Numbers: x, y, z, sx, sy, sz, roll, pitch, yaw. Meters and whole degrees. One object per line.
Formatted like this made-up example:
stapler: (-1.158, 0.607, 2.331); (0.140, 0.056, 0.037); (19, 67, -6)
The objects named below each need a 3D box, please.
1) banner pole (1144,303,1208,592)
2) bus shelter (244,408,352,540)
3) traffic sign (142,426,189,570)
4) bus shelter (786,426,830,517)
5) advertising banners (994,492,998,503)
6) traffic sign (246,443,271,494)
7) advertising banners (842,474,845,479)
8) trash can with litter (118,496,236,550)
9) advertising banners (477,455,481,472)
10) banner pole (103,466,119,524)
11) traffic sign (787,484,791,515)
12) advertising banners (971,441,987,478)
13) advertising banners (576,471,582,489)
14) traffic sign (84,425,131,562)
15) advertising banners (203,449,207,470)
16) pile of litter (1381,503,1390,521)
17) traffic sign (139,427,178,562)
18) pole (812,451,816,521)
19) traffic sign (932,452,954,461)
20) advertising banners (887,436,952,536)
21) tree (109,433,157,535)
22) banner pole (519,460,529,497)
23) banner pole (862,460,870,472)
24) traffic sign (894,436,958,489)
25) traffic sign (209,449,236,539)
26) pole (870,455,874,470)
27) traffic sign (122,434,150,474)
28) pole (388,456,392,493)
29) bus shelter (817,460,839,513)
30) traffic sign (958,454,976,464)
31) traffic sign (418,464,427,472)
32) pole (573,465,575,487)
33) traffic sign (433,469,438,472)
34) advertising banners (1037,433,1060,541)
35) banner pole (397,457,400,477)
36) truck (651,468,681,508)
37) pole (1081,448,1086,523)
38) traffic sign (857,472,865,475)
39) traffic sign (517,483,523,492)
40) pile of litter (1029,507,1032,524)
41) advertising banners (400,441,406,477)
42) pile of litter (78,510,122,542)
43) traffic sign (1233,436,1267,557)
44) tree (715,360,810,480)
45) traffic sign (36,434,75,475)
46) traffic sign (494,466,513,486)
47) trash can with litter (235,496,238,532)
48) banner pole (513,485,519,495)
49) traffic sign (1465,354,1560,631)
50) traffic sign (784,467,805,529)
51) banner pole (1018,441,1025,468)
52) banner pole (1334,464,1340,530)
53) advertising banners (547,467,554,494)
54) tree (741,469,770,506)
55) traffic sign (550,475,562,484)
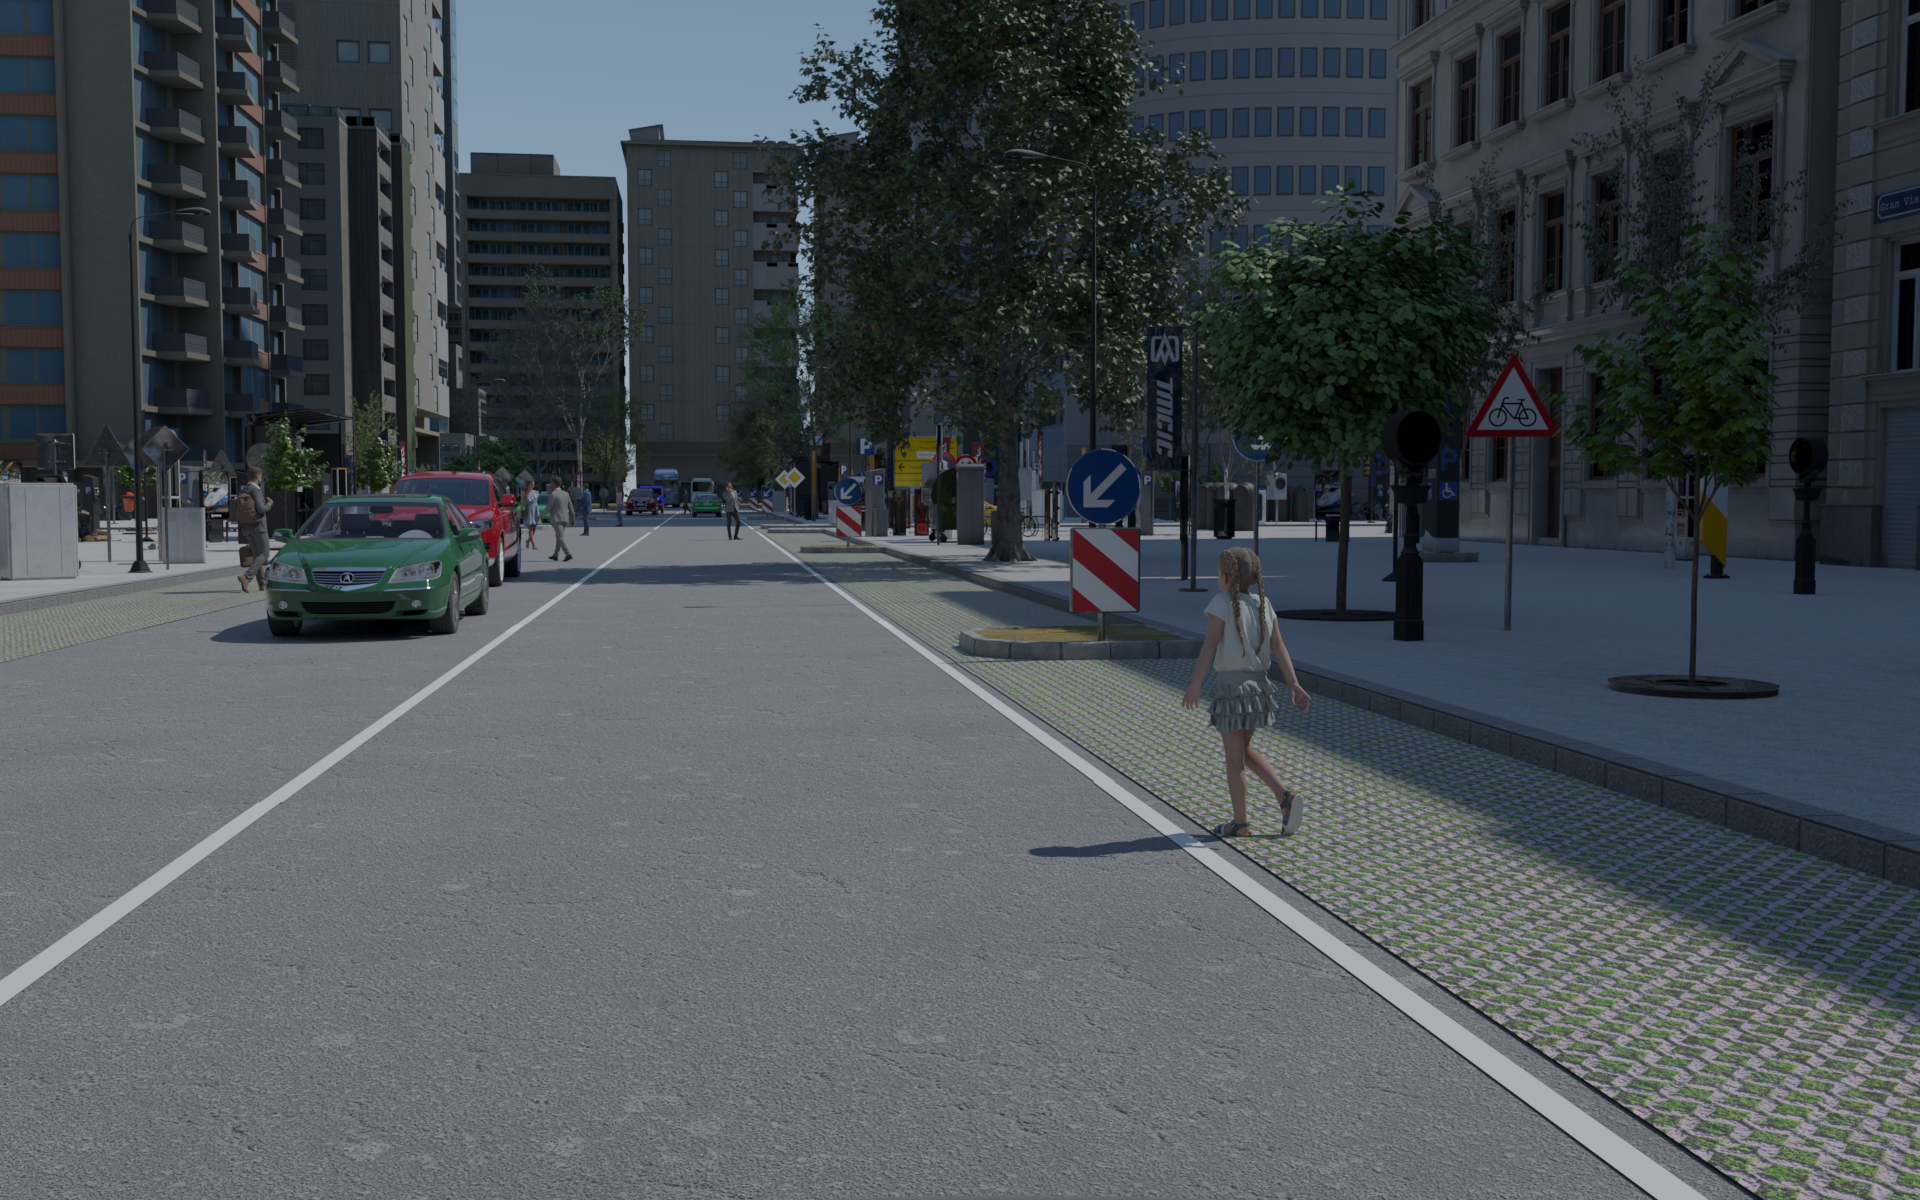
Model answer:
banner pole: (2.849, -2.004, 22.779); (0.863, 3.779, 0.401); (0, 4, 5)
bus shelter: (-19.082, -3.609, 50.284); (1.731, 3.624, 6.357); (-1, 4, -8)
traffic sign: (-13.399, -1.715, 29.224); (0.795, 2.450, 0.064); (0, 4, 1)
bus shelter: (-8.802, -7.449, 99.428); (2.179, 5.291, 8.768); (-1, 4, -8)
advertising banners: (1.541, -5.507, 86.223); (0.090, 3.025, 2.074); (2, 4, 26)
traffic sign: (-17.389, -2.634, 43.172); (0.768, 2.556, 0.104); (0, 4, -7)
advertising banners: (-7.524, -6.828, 107.827); (0.090, 3.025, 2.074); (1, 4, 22)
trash can with litter: (-18.482, -1.801, 40.508); (1.678, 1.210, 2.233); (1, 4, 16)
advertising banners: (-21.112, -4.928, 76.768); (0.090, 3.025, 2.074); (-2, 4, -29)
banner pole: (-36.374, -5.140, 74.052); (0.863, 3.779, 0.401); (2, 4, 26)
traffic sign: (-10.258, -6.272, 104.672); (0.606, 2.300, 0.079); (0, 4, -7)
advertising banners: (-0.063, -3.775, 57.912); (2.074, 3.025, 0.090); (2, 4, 29)
advertising banners: (-30.111, -8.433, 134.067); (2.074, 3.025, 0.090); (2, 4, 23)
traffic sign: (-15.957, -1.983, 32.428); (0.884, 2.594, 0.081); (0, 4, 0)
advertising banners: (-30.125, -4.439, 68.773); (0.090, 3.025, 2.074); (-2, 4, -35)
pile of litter: (20.412, -4.134, 81.554); (1.176, 0.858, 1.719); (1, 4, 15)
traffic sign: (-15.162, -2.001, 32.818); (0.768, 2.556, 0.104); (0, 4, -6)
pole: (-6.874, -5.353, 81.368); (0.158, 3.312, 0.155); (0, 3, 0)
traffic sign: (-0.489, -3.170, 51.929); (0.768, 2.556, 0.104); (0, 4, -6)
advertising banners: (-1.203, -3.479, 53.071); (2.074, 3.025, 0.090); (2, 4, 23)
tree: (-26.057, -3.707, 55.209); (1.663, 3.219, 1.824); (0, 3, 0)
banner pole: (-32.544, -8.498, 128.953); (0.863, 3.779, 0.401); (-3, 5, -43)
banner pole: (-6.833, -8.285, 125.484); (0.863, 3.779, 0.401); (0, 4, 6)
traffic sign: (-1.190, -4.087, 60.702); (2.265, 3.308, 0.079); (0, 4, -2)
traffic sign: (-21.274, -3.052, 49.898); (0.884, 2.594, 0.081); (0, 4, 0)
pole: (-3.157, -4.184, 62.260); (0.158, 3.312, 0.155); (0, 3, 0)
traffic sign: (-15.635, -1.948, 33.029); (0.795, 2.450, 0.064); (0, 4, -7)
pole: (-29.444, -5.853, 89.543); (0.158, 3.312, 0.155); (0, 3, 0)
bus shelter: (-9.344, -7.819, 119.131); (1.731, 3.624, 6.357); (-1, 4, -8)
traffic sign: (0.191, -3.403, 55.744); (0.768, 2.556, 0.104); (0, 4, -3)
traffic sign: (-22.911, -4.516, 73.846); (0.884, 2.594, 0.081); (0, 4, -3)
pole: (-26.916, -7.749, 120.541); (0.158, 3.312, 0.155); (0, 3, 0)
traffic sign: (-23.850, -4.749, 78.836); (0.795, 2.450, 0.064); (0, 4, -4)
advertising banners: (2.416, -3.153, 47.745); (0.090, 3.025, 2.074); (-1, 4, -13)
banner pole: (-37.572, -7.703, 115.964); (0.401, 3.779, 0.863); (-2, 4, -28)
truck: (-31.396, -12.008, 186.089); (2.967, 4.110, 18.799); (-1, 4, -8)
pole: (5.438, -5.037, 76.202); (0.158, 3.312, 0.155); (0, 3, 0)
traffic sign: (-5.598, -6.084, 99.581); (0.768, 2.556, 0.104); (0, 4, -5)
traffic sign: (-27.916, -6.752, 110.504); (0.768, 2.556, 0.104); (0, 4, 0)
pile of litter: (3.548, -3.825, 76.504); (1.176, 0.858, 1.719); (-2, 4, -31)
advertising banners: (-18.349, -3.776, 57.920); (0.090, 3.025, 2.074); (0, 4, 2)
pile of litter: (-23.455, -2.001, 46.688); (1.719, 0.858, 1.176); (-3, 5, -44)
traffic sign: (4.564, -1.624, 26.658); (0.768, 2.556, 0.104); (0, 4, 0)
tree: (-17.200, -14.937, 154.596); (12.009, 13.543, 11.850); (0, 3, 0)
traffic sign: (-15.295, -1.663, 29.320); (0.606, 2.300, 0.079); (0, 4, -4)
traffic sign: (-16.493, -3.596, 62.438); (0.795, 2.450, 0.064); (-1, 4, -8)
trash can with litter: (-24.092, -2.883, 58.190); (2.233, 1.210, 1.678); (1, 4, 11)
banner pole: (-32.813, -8.378, 126.995); (0.401, 3.779, 0.863); (-1, 4, -21)
traffic sign: (5.150, -0.992, 16.218); (0.884, 2.594, 0.081); (0, 4, -1)
traffic sign: (-6.108, -3.688, 63.945); (0.795, 2.450, 0.064); (-1, 4, -8)
banner pole: (3.014, -5.639, 82.218); (0.401, 3.779, 0.863); (0, 4, 3)
banner pole: (13.663, -4.426, 62.375); (0.401, 3.779, 0.863); (-2, 4, -28)
advertising banners: (-26.103, -6.988, 110.443); (0.090, 3.025, 2.074); (0, 4, -1)
tree: (-22.441, -12.686, 191.134); (4.285, 4.588, 4.351); (0, 3, 0)
traffic sign: (-26.825, -7.027, 114.991); (0.768, 2.556, 0.104); (0, 4, -4)
